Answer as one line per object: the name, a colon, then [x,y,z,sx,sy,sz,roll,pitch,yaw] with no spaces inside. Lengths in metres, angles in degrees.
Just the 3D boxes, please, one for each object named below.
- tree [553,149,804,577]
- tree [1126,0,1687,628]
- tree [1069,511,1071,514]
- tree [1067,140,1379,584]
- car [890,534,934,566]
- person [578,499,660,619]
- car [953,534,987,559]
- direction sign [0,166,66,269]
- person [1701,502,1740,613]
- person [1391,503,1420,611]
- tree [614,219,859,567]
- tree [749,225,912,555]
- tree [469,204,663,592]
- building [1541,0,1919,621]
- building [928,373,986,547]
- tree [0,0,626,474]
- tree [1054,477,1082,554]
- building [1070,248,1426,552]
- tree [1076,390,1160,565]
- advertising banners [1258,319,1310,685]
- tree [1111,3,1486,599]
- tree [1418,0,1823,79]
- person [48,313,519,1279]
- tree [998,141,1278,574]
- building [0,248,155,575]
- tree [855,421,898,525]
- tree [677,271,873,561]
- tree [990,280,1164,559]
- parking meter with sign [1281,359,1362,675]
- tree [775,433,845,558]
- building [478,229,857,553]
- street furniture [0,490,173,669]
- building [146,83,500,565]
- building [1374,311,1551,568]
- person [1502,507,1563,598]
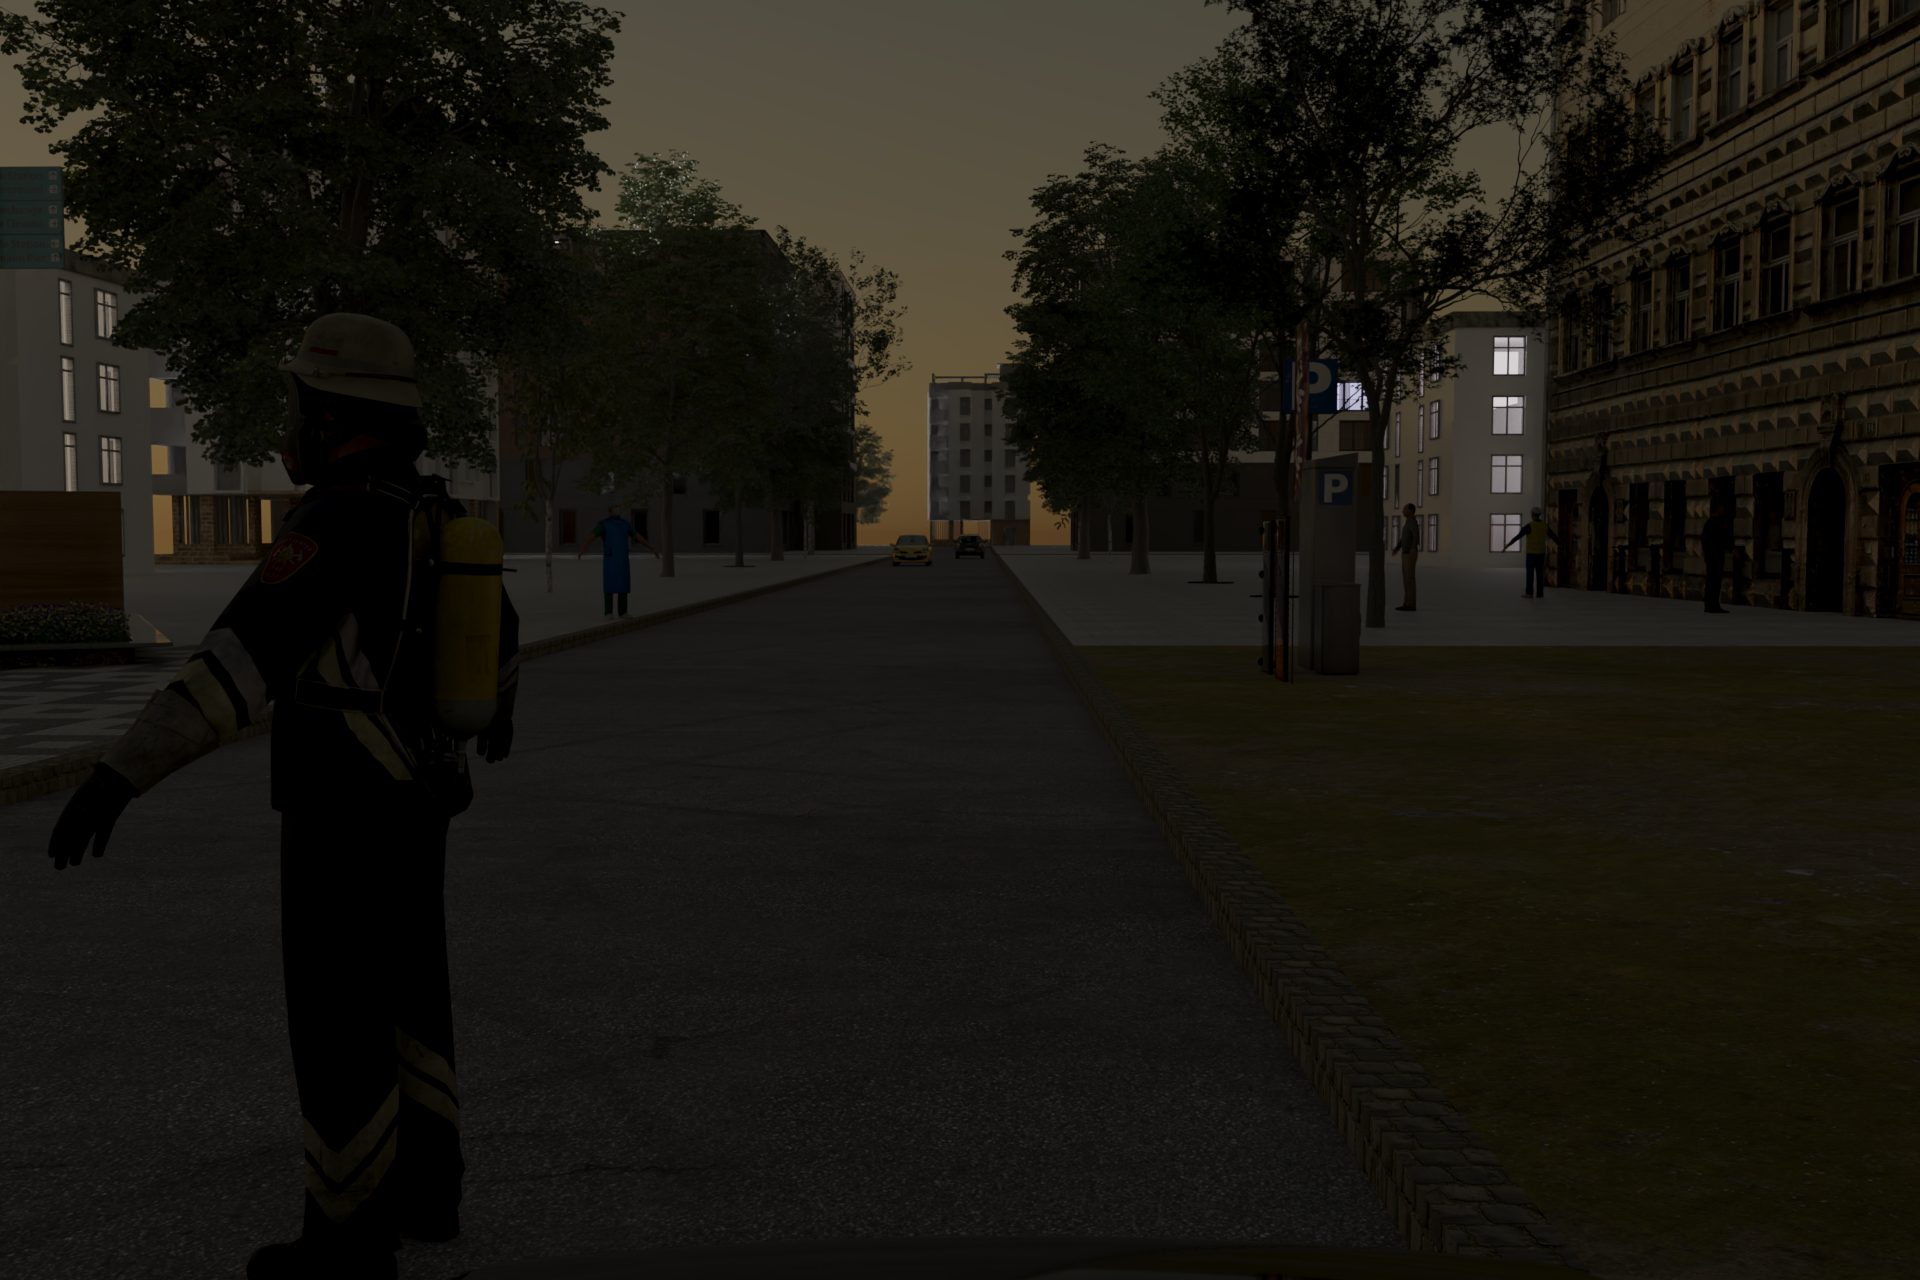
tree: [-8.397,-8.175,51.794,7.486,12.596,7.792,0,3,0]
tree: [6.002,-5.463,23.740,7.601,10.594,8.767,-3,5,-40]
tree: [14.292,-14.802,192.371,4.360,8.622,3.978,0,3,0]
tree: [6.613,-7.274,44.685,9.928,11.665,9.643,0,3,0]
car: [-2.149,-4.184,78.629,2.015,1.641,3.980,0,4,1]
person: [-5.176,-1.223,26.129,1.347,1.817,0.704,-3,5,-39]
car: [0.585,-5.609,101.501,2.009,1.686,4.222,0,4,1]
direction sign: [-7.050,-1.415,11.895,2.525,3.948,1.411,0,4,2]
person: [12.308,-1.342,28.170,0.704,1.802,1.346,0,4,2]
person: [7.484,-1.388,28.959,0.705,1.796,1.348,0,4,1]
tree: [-8.670,-9.582,67.043,12.009,13.543,11.850,0,3,0]
tree: [-8.931,-15.257,105.335,12.611,20.169,13.585,0,3,0]
tree: [-8.945,-5.372,38.195,4.737,8.622,4.395,0,3,0]
building: [23.219,-12.313,32.239,19.493,23.208,18.063,0,4,1]
building: [-3.298,-20.623,196.062,11.380,20.090,16.016,0,4,-1]
tree: [-9.628,-7.342,26.691,9.857,13.997,8.962,0,3,0]
tree: [7.109,-9.469,105.184,4.737,8.622,4.395,0,3,0]
building: [22.806,-18.132,140.435,27.936,21.610,32.646,0,4,1]
tree: [6.321,-7.489,72.800,4.360,8.622,3.978,0,3,0]
advertising banners: [2.831,-1.162,15.185,0.090,3.025,2.074,0,4,1]
tree: [6.522,-6.652,34.521,9.928,11.665,9.643,0,3,0]
tree: [4.559,-4.457,7.278,7.601,10.594,8.767,1,4,12]
person: [-1.189,0.296,3.404,0.705,1.856,1.354,1,4,15]
tree: [5.730,-9.097,55.390,9.857,13.997,8.962,0,3,0]
building: [-27.258,-6.122,42.243,9.099,9.664,28.070,0,4,2]
tree: [-11.946,-17.491,192.636,9.857,13.997,8.962,0,3,0]
tree: [-8.886,-10.778,82.883,9.857,13.997,8.962,0,3,0]
tree: [6.354,-11.091,87.994,9.857,13.997,8.962,0,3,0]
parking meter with sign: [3.477,-1.237,16.487,0.543,3.016,1.738,0,3,0]
tree: [-7.988,-8.661,91.974,4.737,8.622,4.395,0,3,0]
building: [-23.198,-17.676,132.982,27.936,21.610,32.646,0,4,1]
street furniture: [-12.934,-0.647,17.440,9.812,1.723,11.010,-2,4,-28]
building: [-28.392,-13.315,74.113,16.016,20.090,11.380,0,4,1]
building: [23.077,-7.541,65.441,9.099,9.664,28.070,0,4,1]
person: [11.541,-1.763,34.800,1.349,1.833,0.705,-1,4,-13]
